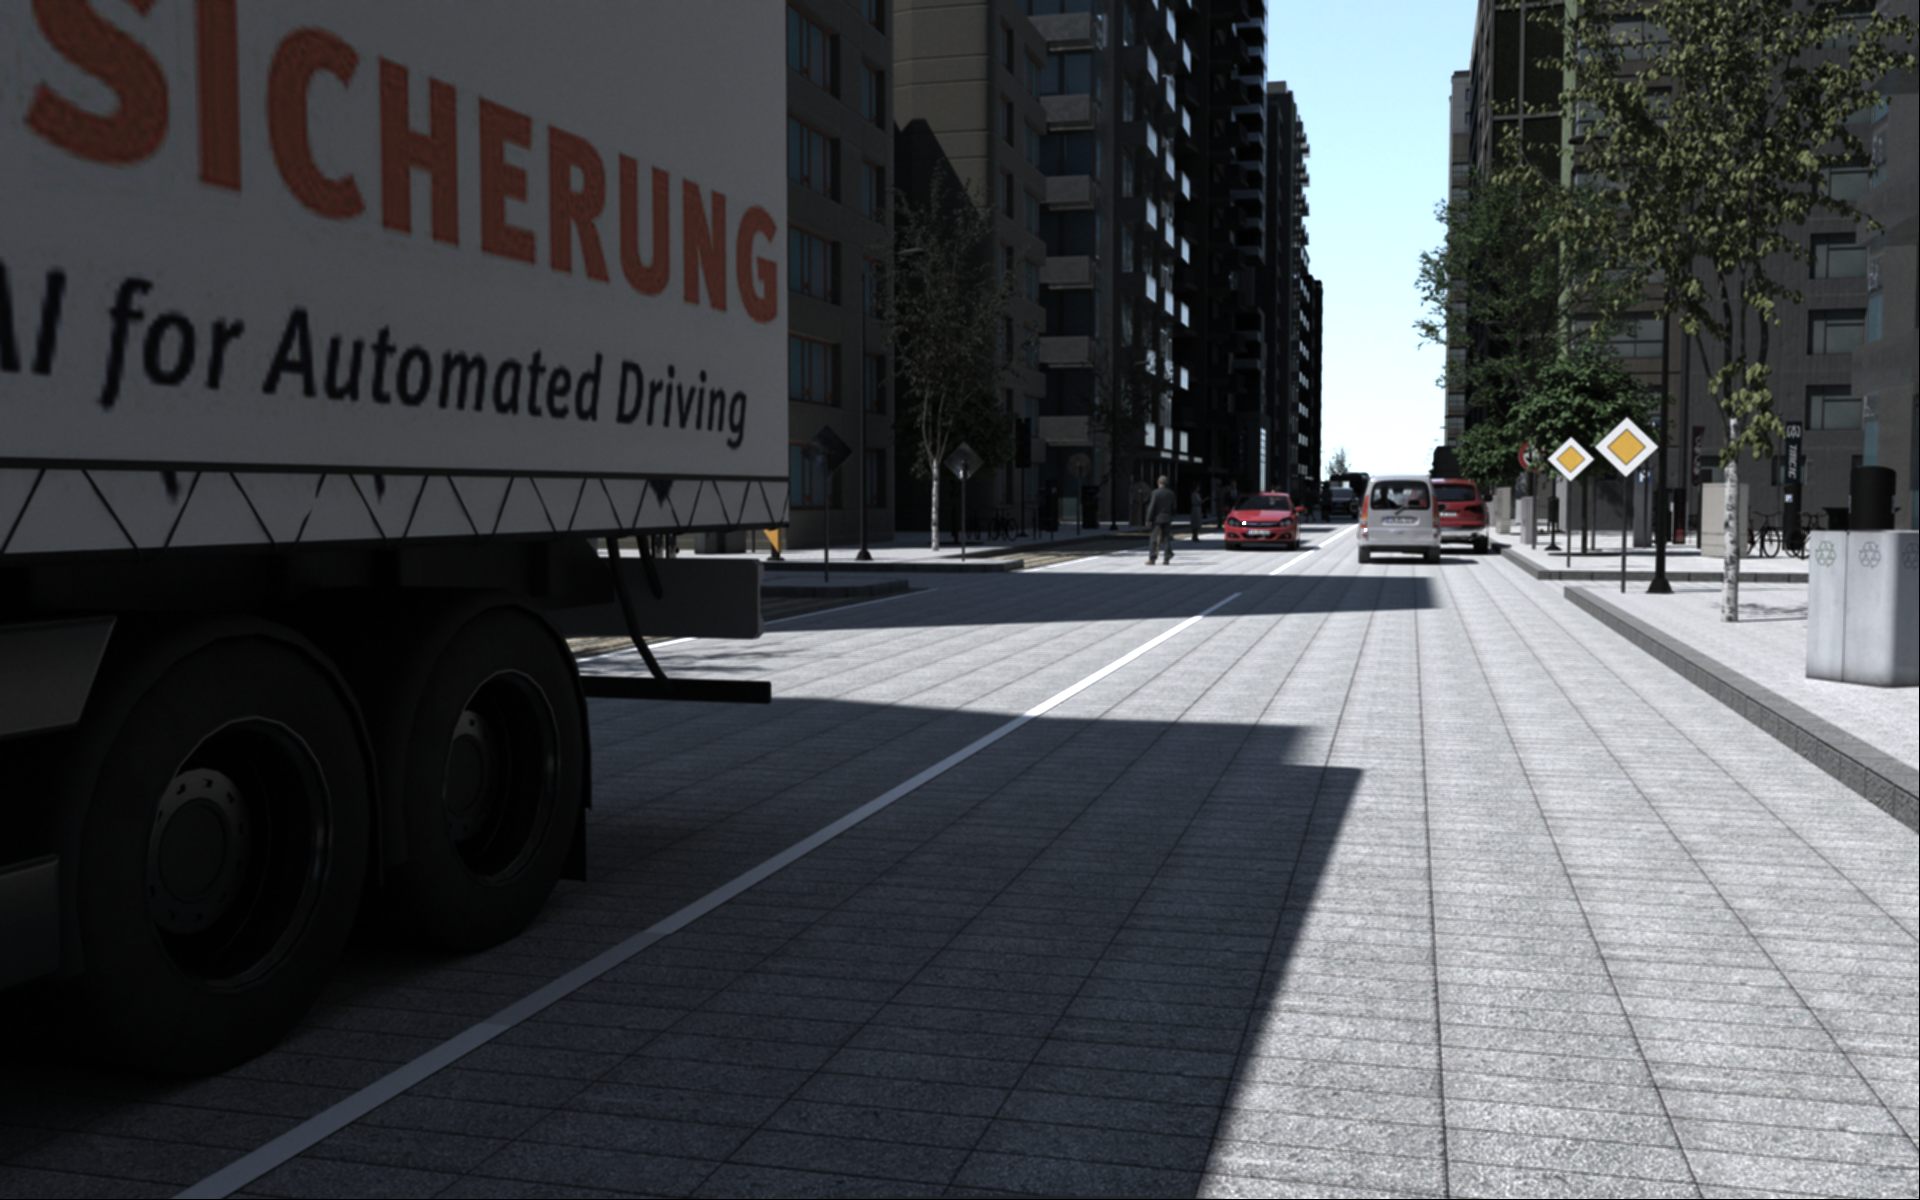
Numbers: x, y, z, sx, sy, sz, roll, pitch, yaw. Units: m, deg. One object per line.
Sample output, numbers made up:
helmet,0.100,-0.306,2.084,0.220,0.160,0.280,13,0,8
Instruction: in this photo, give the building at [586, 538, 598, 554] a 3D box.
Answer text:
building,-14.714,-10.210,21.688,16.860,20.320,10.420,1,4,15

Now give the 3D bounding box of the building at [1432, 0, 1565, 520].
building,35.243,-39.729,87.816,20.563,71.187,20.611,1,4,15

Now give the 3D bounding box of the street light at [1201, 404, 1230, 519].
street light,13.240,-7.160,89.607,1.470,5.913,1.316,1,4,15

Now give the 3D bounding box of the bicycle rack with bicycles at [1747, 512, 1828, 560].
bicycle rack with bicycles,17.207,-1.293,34.524,2.852,0.926,2.925,0,4,1

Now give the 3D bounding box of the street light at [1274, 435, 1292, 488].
street light,25.142,-9.948,135.196,1.470,5.913,1.316,1,4,15

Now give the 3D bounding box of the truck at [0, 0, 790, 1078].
truck,-3.465,-0.835,2.559,2.839,4.237,11.283,1,4,16

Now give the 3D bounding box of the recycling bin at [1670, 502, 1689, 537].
recycling bin,21.473,-2.420,52.114,0.722,1.027,0.722,2,4,32

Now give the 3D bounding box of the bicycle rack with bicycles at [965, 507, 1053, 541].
bicycle rack with bicycles,1.438,-2.144,48.444,2.852,0.926,2.925,0,4,-7

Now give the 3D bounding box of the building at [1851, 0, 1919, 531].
building,35.661,-25.432,35.422,30.456,49.044,23.786,1,4,15

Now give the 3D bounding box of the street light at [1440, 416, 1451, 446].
street light,29.433,-7.971,102.865,1.470,5.913,1.316,1,4,15

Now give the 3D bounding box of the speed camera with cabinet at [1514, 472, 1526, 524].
speed camera with cabinet,24.069,-4.876,74.059,0.660,3.252,2.038,1,4,20

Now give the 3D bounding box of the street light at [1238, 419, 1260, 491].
street light,17.842,-8.236,107.192,1.470,5.913,1.316,1,4,15

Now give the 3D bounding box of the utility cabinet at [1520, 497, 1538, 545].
utility cabinet,14.603,-2.038,44.476,0.306,1.237,1.020,1,4,11

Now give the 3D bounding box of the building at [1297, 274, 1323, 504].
building,39.808,-27.806,226.328,14.160,30.474,14.107,1,4,15

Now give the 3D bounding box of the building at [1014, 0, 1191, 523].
building,-0.058,-28.802,90.520,23.786,49.044,30.456,1,4,15

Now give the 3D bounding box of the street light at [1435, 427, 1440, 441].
street light,33.684,-8.979,119.344,1.470,5.913,1.316,1,4,15

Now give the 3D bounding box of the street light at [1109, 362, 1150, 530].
street light,5.967,-5.410,60.987,1.470,5.913,1.316,1,4,15

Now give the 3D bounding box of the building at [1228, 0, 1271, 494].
building,16.502,-51.253,150.658,22.319,86.520,31.000,1,4,15

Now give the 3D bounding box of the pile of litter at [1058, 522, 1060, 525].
pile of litter,3.562,-3.494,71.091,1.719,0.858,1.176,3,5,44

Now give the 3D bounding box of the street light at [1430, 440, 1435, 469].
street light,40.939,-10.687,147.276,1.470,5.913,1.316,1,4,15

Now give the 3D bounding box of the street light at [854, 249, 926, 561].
street light,-1.328,-3.702,33.065,1.470,5.913,1.316,1,4,15

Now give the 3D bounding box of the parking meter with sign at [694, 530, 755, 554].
parking meter with sign,-5.027,-2.520,37.460,0.543,3.016,1.738,2,4,34

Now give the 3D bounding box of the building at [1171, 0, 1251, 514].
building,8.681,-28.652,123.090,22.147,44.769,28.867,1,4,15

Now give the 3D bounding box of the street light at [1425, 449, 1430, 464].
street light,48.358,-12.451,176.119,1.470,5.913,1.316,1,4,15

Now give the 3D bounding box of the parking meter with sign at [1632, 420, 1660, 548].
parking meter with sign,16.433,-2.772,41.578,0.543,3.016,1.738,1,4,19

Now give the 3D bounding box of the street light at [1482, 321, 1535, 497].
street light,14.808,-4.529,46.587,1.470,5.913,1.316,1,4,15

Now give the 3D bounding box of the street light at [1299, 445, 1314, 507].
street light,32.547,-11.654,163.089,1.470,5.913,1.316,1,4,15

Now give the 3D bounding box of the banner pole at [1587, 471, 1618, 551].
banner pole,14.481,-2.995,38.992,0.863,3.779,0.401,-1,4,-19

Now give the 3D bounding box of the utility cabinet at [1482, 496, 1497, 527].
utility cabinet,20.788,-3.461,67.747,1.020,1.237,0.306,1,4,17

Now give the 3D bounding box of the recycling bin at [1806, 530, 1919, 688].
recycling bin,6.345,0.043,11.859,0.722,1.027,0.722,-1,4,-19

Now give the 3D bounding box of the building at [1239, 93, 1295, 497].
building,25.685,-29.954,173.345,14.154,41.232,14.086,1,4,15

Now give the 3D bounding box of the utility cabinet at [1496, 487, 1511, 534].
utility cabinet,17.496,-2.882,55.799,0.318,1.500,1.173,1,4,10

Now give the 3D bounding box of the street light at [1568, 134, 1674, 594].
street light,8.536,-3.048,22.380,1.470,5.913,1.316,1,4,15

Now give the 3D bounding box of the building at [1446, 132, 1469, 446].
building,62.803,-31.404,197.046,14.154,41.232,14.086,1,4,15

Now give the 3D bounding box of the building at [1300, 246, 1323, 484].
building,36.447,-33.924,246.544,32.217,40.220,23.993,1,4,15

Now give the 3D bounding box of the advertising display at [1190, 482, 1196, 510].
advertising display,12.273,-5.264,91.288,0.123,1.923,0.974,0,4,-2

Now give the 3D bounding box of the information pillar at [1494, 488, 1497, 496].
information pillar,22.967,-5.084,74.474,0.183,3.616,0.504,3,5,40

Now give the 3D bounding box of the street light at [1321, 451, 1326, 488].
street light,38.920,-13.195,188.277,1.470,5.913,1.316,1,4,15

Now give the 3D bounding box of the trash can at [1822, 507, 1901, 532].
trash can,9.513,-0.408,18.320,0.748,1.137,0.748,0,3,0

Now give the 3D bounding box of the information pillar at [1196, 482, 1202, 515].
information pillar,14.390,-6.120,104.558,0.304,2.012,0.304,3,5,40

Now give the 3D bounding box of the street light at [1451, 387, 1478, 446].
street light,22.081,-6.258,74.863,1.470,5.913,1.316,1,4,15

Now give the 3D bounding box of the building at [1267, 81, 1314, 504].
building,29.630,-35.829,205.420,23.786,49.044,30.456,1,4,15

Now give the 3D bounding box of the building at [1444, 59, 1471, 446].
building,78.249,-42.675,239.729,21.231,58.520,28.212,1,4,15

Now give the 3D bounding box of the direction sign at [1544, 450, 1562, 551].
direction sign,13.500,-2.895,39.330,0.379,3.537,0.876,-1,4,-11

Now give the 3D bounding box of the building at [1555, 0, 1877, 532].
building,29.653,-23.269,64.040,14.154,41.232,14.086,1,4,15

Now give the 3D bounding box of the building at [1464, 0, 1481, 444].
building,58.433,-32.833,160.528,21.300,48.544,21.600,1,4,15

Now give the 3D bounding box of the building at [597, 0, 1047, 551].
building,-13.698,-12.905,56.040,27.650,21.520,28.899,1,4,15

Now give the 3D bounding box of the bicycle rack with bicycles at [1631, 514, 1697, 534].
bicycle rack with bicycles,22.733,-2.527,54.696,2.925,0.926,2.852,0,4,6

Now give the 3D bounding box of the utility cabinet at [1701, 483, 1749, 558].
utility cabinet,15.386,-1.599,34.828,0.318,1.500,1.173,0,4,-8

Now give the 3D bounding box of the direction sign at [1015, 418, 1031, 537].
direction sign,1.884,-3.657,51.793,0.379,3.537,0.876,-2,4,-28

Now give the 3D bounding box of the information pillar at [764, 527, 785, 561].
information pillar,-3.595,-2.561,33.220,0.183,3.616,0.504,-3,5,-42

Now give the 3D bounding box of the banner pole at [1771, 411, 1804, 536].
banner pole,25.061,-3.821,52.488,0.863,3.779,0.401,1,4,9
